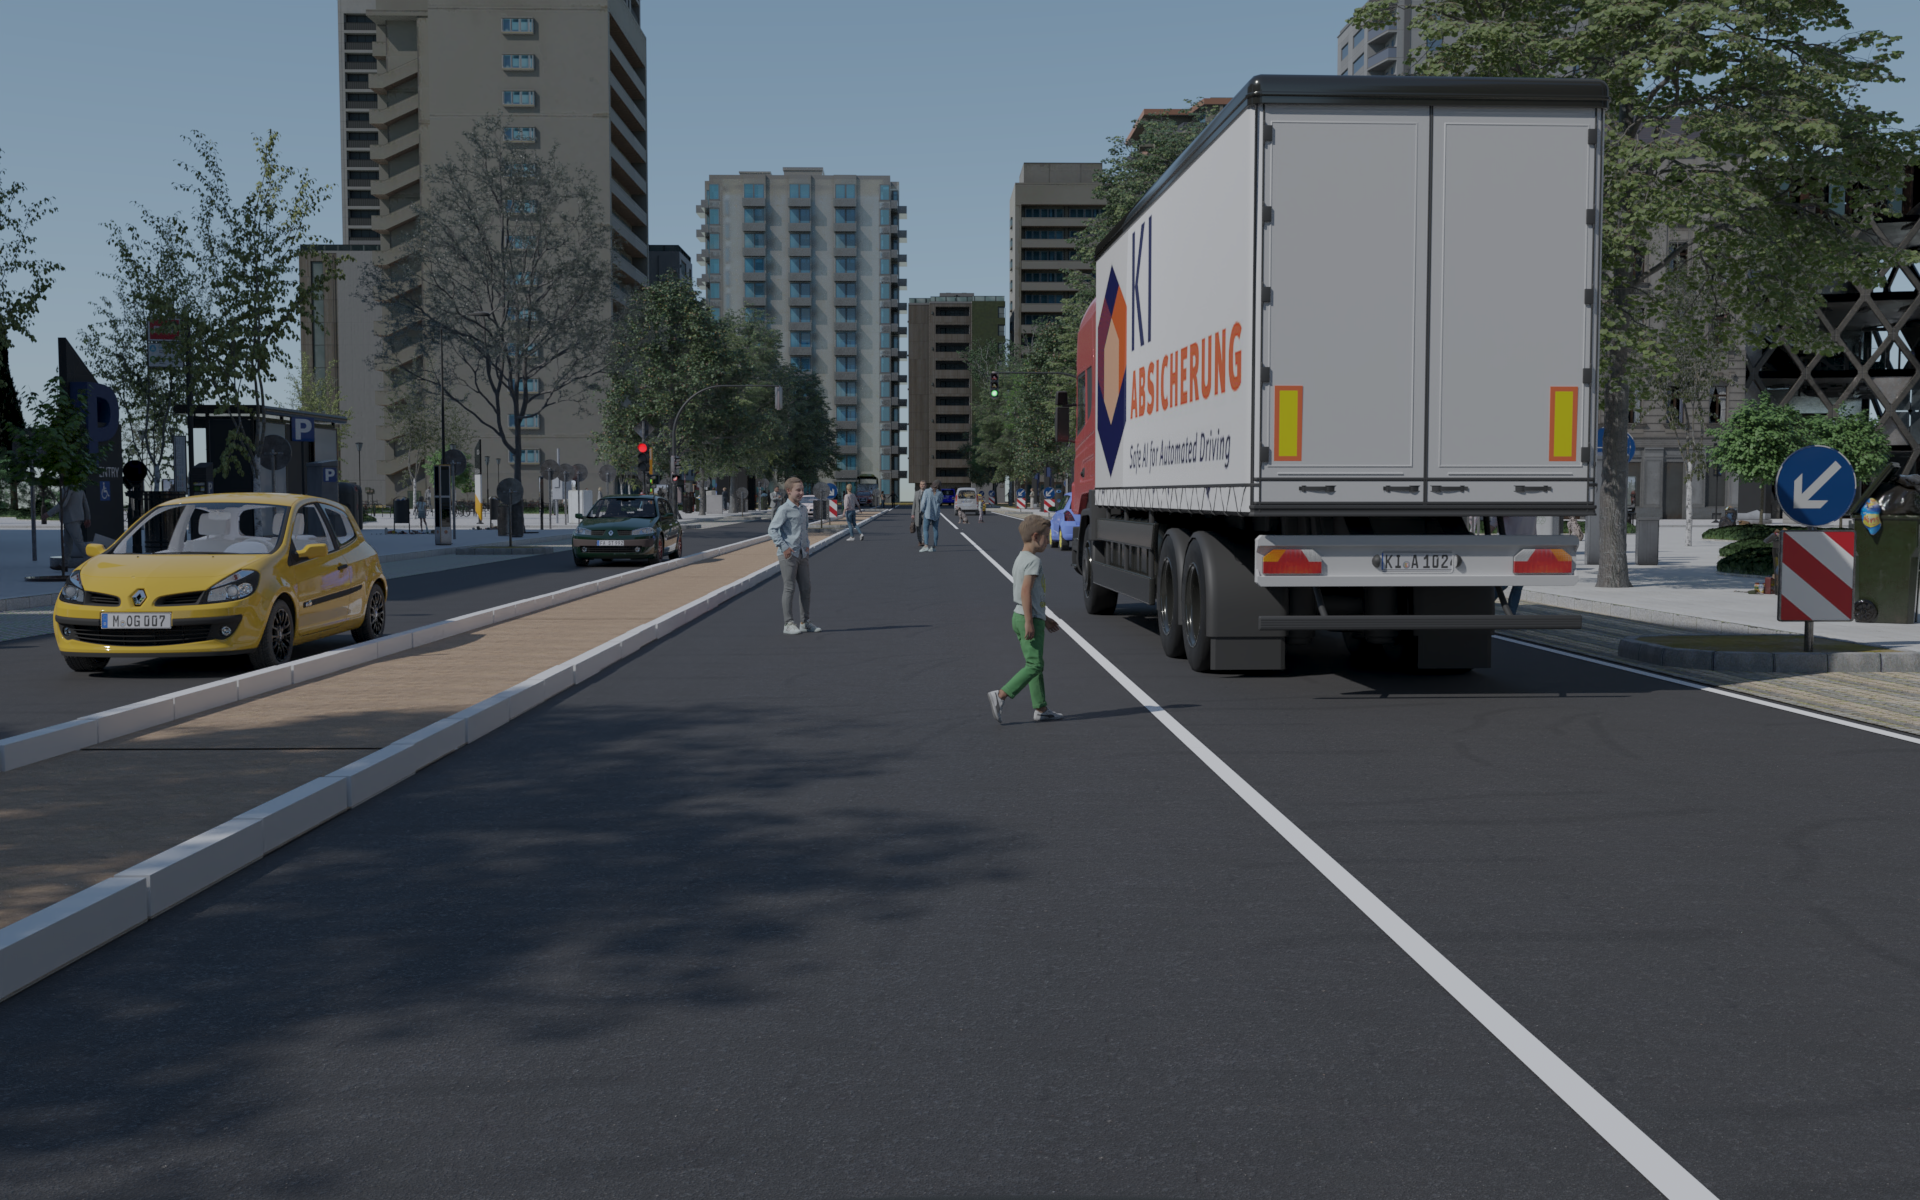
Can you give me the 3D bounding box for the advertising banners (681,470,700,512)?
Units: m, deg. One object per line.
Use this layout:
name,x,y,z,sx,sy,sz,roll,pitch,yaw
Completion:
advertising banners,-19.016,-7.736,122.670,0.090,3.025,2.074,2,4,32

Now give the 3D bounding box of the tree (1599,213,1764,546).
tree,17.678,-5.624,42.308,4.360,8.622,3.978,0,3,0

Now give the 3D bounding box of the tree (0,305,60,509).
tree,-70.165,-13.580,123.850,13.155,14.587,18.604,0,4,-8

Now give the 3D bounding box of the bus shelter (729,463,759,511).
bus shelter,-15.797,-8.319,127.300,1.731,3.624,6.357,0,4,-1

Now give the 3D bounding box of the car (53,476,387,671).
car,-6.397,-0.307,15.251,2.015,1.641,3.980,0,4,-2

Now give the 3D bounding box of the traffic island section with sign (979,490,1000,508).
traffic island section with sign,3.045,-10.140,174.409,1.989,1.847,2.006,0,4,-1

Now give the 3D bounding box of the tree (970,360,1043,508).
tree,5.503,-15.715,163.603,9.857,13.997,8.962,0,3,0

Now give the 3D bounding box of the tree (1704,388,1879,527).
tree,24.906,-4.275,53.611,4.285,4.588,4.351,0,3,0

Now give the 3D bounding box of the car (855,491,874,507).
car,-10.837,-11.381,194.747,2.281,1.827,5.304,0,4,-2

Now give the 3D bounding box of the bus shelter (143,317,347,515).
bus shelter,-17.367,-3.936,41.987,2.179,5.291,8.768,0,4,-2

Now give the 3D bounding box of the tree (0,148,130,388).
tree,-20.969,-5.251,36.219,4.737,8.622,4.395,0,3,0

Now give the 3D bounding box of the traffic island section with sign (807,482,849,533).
traffic island section with sign,-5.217,-3.459,64.685,2.006,1.907,1.989,0,4,-1

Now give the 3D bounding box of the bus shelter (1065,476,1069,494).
bus shelter,8.169,-8.573,117.802,2.179,5.291,8.768,0,4,-1

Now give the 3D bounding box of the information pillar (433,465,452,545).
information pillar,-12.943,-2.375,43.325,0.304,2.012,0.304,3,5,45

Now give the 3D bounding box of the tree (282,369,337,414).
tree,-38.484,-9.280,102.089,4.360,8.622,3.978,0,3,0

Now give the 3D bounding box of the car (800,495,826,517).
car,-8.462,-5.310,99.180,2.083,1.381,4.827,0,3,0

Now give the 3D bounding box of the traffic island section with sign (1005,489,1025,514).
traffic island section with sign,4.220,-7.070,124.222,1.989,1.847,2.006,0,4,-1

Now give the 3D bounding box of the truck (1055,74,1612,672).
truck,2.848,-1.733,17.254,2.839,4.237,11.283,0,4,-3

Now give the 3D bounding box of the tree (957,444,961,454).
tree,4.386,-18.857,225.320,9.611,12.733,9.660,0,3,0

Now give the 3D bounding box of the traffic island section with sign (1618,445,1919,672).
traffic island section with sign,6.787,-0.375,14.764,1.989,1.847,2.006,0,4,-1

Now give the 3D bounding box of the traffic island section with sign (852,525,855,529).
traffic island section with sign,-5.382,-3.912,72.090,2.006,1.907,1.989,0,4,-1

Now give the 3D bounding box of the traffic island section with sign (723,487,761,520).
traffic island section with sign,-12.152,-5.399,96.908,1.989,1.847,2.006,0,4,-1

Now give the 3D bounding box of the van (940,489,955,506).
van,-1.464,-12.383,206.838,2.240,2.365,5.245,0,3,0

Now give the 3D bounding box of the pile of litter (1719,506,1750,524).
pile of litter,28.953,-3.088,64.456,1.719,0.858,1.176,-2,4,-25

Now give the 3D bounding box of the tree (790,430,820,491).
tree,-16.329,-14.136,181.488,4.360,8.622,3.978,0,3,0

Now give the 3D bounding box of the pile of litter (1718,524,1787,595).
pile of litter,10.712,-0.495,22.063,1.176,0.858,1.719,-1,4,-11

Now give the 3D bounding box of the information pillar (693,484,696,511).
information pillar,-20.199,-7.805,132.099,0.304,2.012,0.304,-1,4,-18

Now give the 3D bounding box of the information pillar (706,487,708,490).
information pillar,-19.043,-8.484,130.066,0.183,3.616,0.504,-1,4,-18

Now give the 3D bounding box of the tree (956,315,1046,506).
tree,6.315,-20.063,183.924,12.611,20.169,13.585,0,3,0

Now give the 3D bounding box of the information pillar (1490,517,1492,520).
information pillar,19.444,-3.563,62.742,0.304,2.012,0.304,-1,4,-22

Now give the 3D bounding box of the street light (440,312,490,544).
street light,-12.653,-4.384,44.218,1.470,5.913,1.316,0,4,-1

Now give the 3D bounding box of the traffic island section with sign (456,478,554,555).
traffic island section with sign,-10.852,-2.012,41.527,1.989,1.847,2.006,0,4,-1

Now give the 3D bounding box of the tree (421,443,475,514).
tree,-32.928,-7.815,111.484,4.285,4.588,4.351,0,3,0

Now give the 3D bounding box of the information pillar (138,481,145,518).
information pillar,-29.406,-3.520,62.052,0.304,2.012,0.304,-3,5,-41

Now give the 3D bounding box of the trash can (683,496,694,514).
trash can,-17.946,-6.286,114.432,0.748,1.137,0.748,0,3,0

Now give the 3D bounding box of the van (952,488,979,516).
van,0.462,-6.715,116.798,2.013,2.044,4.112,0,4,0

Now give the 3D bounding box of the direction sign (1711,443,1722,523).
direction sign,33.615,-5.193,76.910,0.876,3.537,0.379,-3,5,-44

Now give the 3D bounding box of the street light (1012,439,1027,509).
street light,5.108,-10.654,146.731,1.470,5.913,1.316,0,4,-1

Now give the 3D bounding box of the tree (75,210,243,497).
tree,-21.141,-5.812,45.388,4.360,8.622,3.978,0,3,0

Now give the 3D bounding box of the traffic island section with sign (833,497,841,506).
traffic island section with sign,-14.613,-11.775,201.151,1.989,1.847,2.006,0,4,-1

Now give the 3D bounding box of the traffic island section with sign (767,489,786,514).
traffic island section with sign,-12.821,-7.092,124.587,1.989,1.847,2.006,0,4,-1

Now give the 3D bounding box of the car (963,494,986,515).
car,0.880,-6.824,121.788,2.015,1.641,3.980,0,4,-3

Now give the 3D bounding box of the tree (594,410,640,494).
tree,-26.794,-11.405,136.839,4.737,8.622,4.395,0,3,0

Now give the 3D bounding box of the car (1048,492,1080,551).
car,3.296,-2.175,45.154,1.945,1.707,3.694,0,4,-3

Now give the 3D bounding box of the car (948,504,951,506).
car,-2.059,-12.573,217.924,2.083,1.381,4.827,0,4,-3

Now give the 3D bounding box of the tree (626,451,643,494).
tree,-27.603,-11.883,144.644,4.360,8.622,3.978,0,3,0

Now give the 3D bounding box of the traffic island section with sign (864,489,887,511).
traffic island section with sign,-7.155,-8.506,147.208,2.006,1.907,1.989,0,4,-1

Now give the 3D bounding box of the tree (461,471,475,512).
tree,-34.915,-7.821,122.482,1.663,3.219,1.824,0,3,0

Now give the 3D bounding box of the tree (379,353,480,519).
tree,-27.519,-8.403,87.749,4.360,8.622,3.978,0,3,0

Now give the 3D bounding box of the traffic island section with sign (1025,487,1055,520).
traffic island section with sign,4.849,-5.422,97.274,1.989,1.847,2.006,0,4,-1

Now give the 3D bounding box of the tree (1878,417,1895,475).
tree,30.828,-4.698,60.523,4.285,4.588,4.351,0,3,0

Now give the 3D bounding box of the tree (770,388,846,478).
tree,-17.663,-17.242,192.282,12.009,13.543,11.850,0,3,0

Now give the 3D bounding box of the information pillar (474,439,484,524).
information pillar,-20.580,-5.057,74.039,0.183,3.616,0.504,-3,5,-42

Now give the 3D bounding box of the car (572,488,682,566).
car,-6.827,-1.588,35.744,2.009,1.686,4.222,0,4,-1
